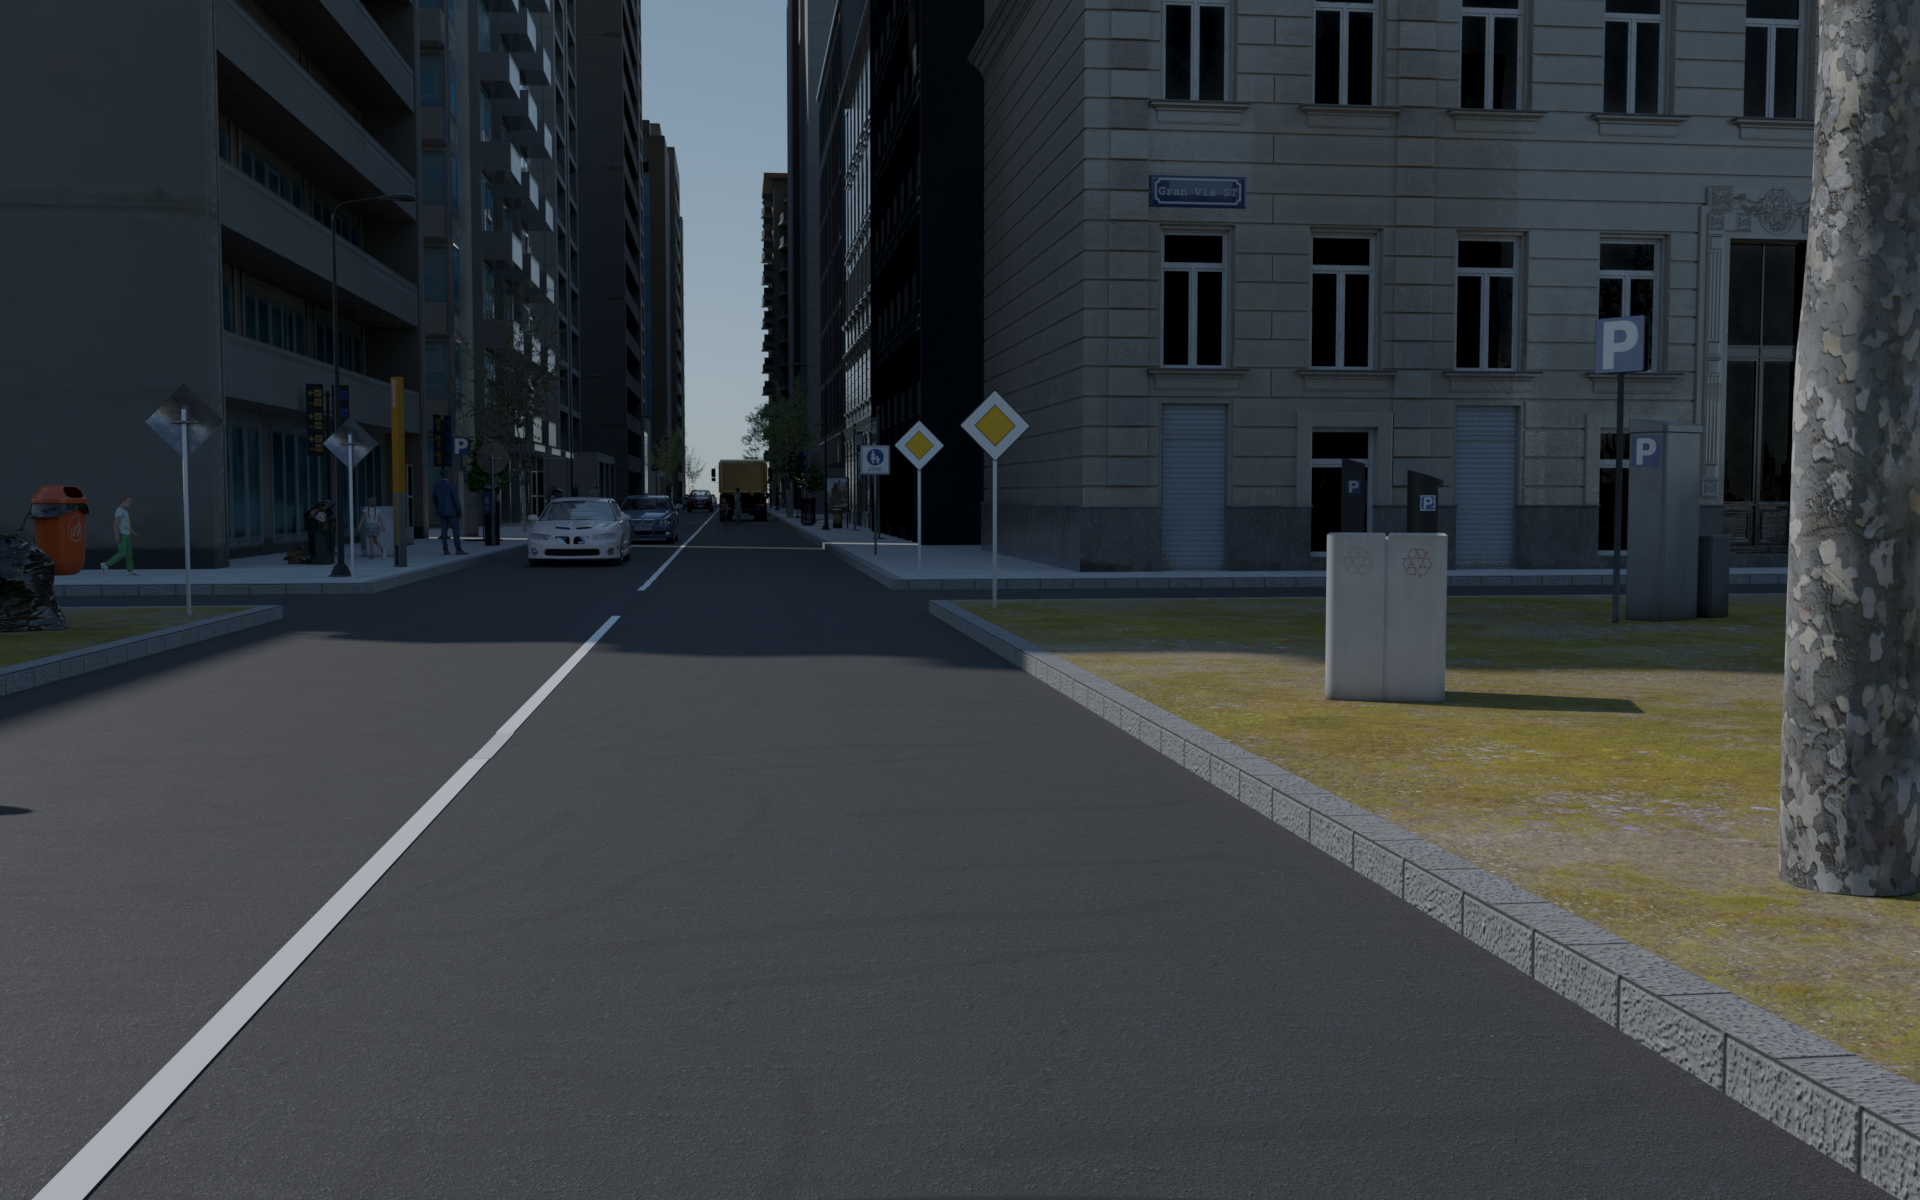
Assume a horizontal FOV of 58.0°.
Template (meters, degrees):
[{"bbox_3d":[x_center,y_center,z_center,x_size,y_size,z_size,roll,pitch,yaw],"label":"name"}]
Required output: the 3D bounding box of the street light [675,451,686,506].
[{"bbox_3d":[-29.938,-12.997,185.047,1.470,5.913,1.316,0,4,-7],"label":"street light"}]

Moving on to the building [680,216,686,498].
[{"bbox_3d":[-46.569,-34.465,247.092,14.154,41.232,14.086,0,4,-7],"label":"building"}]

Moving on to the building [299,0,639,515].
[{"bbox_3d":[-35.393,-30.956,129.828,21.300,48.544,21.600,0,4,-7],"label":"building"}]

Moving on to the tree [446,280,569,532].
[{"bbox_3d":[-15.073,-6.632,58.804,4.360,8.622,3.978,0,3,0],"label":"tree"}]

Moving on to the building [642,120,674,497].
[{"bbox_3d":[-42.433,-34.287,210.695,14.600,45.320,14.200,0,4,-7],"label":"building"}]

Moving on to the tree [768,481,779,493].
[{"bbox_3d":[-20.870,-12.156,193.350,1.663,3.219,1.824,0,3,0],"label":"tree"}]

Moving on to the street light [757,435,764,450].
[{"bbox_3d":[-15.101,-10.066,137.127,1.470,5.913,1.316,0,4,-7],"label":"street light"}]

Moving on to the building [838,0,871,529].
[{"bbox_3d":[0.610,-13.457,69.172,9.793,20.994,18.267,0,4,-7],"label":"building"}]

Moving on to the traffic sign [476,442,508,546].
[{"bbox_3d":[-11.461,-2.592,42.486,0.768,2.556,0.104,0,4,-7],"label":"traffic sign"}]

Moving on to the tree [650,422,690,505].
[{"bbox_3d":[-29.754,-13.912,177.830,4.737,8.622,4.395,0,3,0],"label":"tree"}]

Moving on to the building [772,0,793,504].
[{"bbox_3d":[-12.182,-47.029,207.172,20.563,71.187,20.611,0,4,-7],"label":"building"}]

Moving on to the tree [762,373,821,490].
[{"bbox_3d":[-10.403,-9.527,106.123,4.737,8.622,4.395,0,3,0],"label":"tree"}]

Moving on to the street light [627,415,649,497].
[{"bbox_3d":[-19.015,-7.920,102.029,1.470,5.913,1.316,0,4,-7],"label":"street light"}]

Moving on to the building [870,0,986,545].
[{"bbox_3d":[4.104,-13.549,51.203,12.332,23.373,15.834,0,4,-7],"label":"building"}]

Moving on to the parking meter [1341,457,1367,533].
[{"bbox_3d":[6.297,-1.344,27.687,0.399,1.863,0.255,1,4,12],"label":"parking meter"}]

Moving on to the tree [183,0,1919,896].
[{"bbox_3d":[2.054,-9.053,3.907,12.611,20.169,13.585,0,3,0],"label":"tree"}]

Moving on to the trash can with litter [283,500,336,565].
[{"bbox_3d":[-11.862,-1.233,31.554,1.055,1.170,0.624,1,4,18],"label":"trash can with litter"}]

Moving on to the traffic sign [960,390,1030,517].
[{"bbox_3d":[0.413,-1.056,19.459,0.795,2.593,0.064,0,4,-7],"label":"traffic sign"}]

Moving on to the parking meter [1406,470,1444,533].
[{"bbox_3d":[4.913,-0.606,18.319,0.372,1.533,0.369,0,3,0],"label":"parking meter"}]

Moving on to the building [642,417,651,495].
[{"bbox_3d":[-39.175,-51.501,154.716,22.319,86.520,31.000,0,4,-7],"label":"building"}]

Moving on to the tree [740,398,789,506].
[{"bbox_3d":[-19.937,-15.953,186.587,9.928,11.665,9.643,0,3,0],"label":"tree"}]

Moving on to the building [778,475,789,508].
[{"bbox_3d":[-1.256,-29.021,166.373,32.217,40.220,23.993,0,4,-7],"label":"building"}]

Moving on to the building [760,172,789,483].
[{"bbox_3d":[-15.485,-35.367,232.879,22.147,44.769,28.867,0,4,-7],"label":"building"}]

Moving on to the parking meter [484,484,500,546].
[{"bbox_3d":[-11.670,-2.126,43.176,0.372,1.533,0.369,0,3,0],"label":"parking meter"}]

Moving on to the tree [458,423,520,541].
[{"bbox_3d":[-13.082,-3.214,47.158,1.663,3.219,1.824,0,3,0],"label":"tree"}]

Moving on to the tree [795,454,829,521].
[{"bbox_3d":[-7.197,-5.454,83.769,1.663,3.219,1.824,0,3,0],"label":"tree"}]

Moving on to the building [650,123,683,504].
[{"bbox_3d":[-47.925,-37.005,228.731,21.300,48.544,21.600,0,4,-7],"label":"building"}]

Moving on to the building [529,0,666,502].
[{"bbox_3d":[-43.525,-46.116,192.243,20.563,71.187,20.611,0,4,-7],"label":"building"}]

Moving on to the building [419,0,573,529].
[{"bbox_3d":[-29.735,-27.795,74.064,23.786,49.044,30.456,0,4,-7],"label":"building"}]

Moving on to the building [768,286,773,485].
[{"bbox_3d":[-21.114,-34.879,253.871,14.154,41.232,14.086,0,4,-7],"label":"building"}]

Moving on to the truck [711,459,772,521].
[{"bbox_3d":[-11.974,-6.079,95.314,3.469,3.379,9.791,0,4,-8],"label":"truck"}]

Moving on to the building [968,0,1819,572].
[{"bbox_3d":[13.251,-14.524,34.735,25.104,27.353,12.463,0,4,-7],"label":"building"}]

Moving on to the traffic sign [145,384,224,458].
[{"bbox_3d":[-8.210,-0.989,18.355,0.795,2.593,0.064,0,4,-7],"label":"traffic sign"}]

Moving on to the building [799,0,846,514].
[{"bbox_3d":[-1.045,-35.643,124.768,21.231,58.520,28.212,0,4,-7],"label":"building"}]

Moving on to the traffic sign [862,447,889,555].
[{"bbox_3d":[-1.788,-2.107,36.574,0.606,2.300,0.079,0,4,-3],"label":"traffic sign"}]

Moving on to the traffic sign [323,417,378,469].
[{"bbox_3d":[-9.247,-1.473,26.272,0.795,2.593,0.064,0,4,-7],"label":"traffic sign"}]

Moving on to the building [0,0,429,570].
[{"bbox_3d":[-24.651,-25.286,37.135,21.300,48.544,21.600,0,4,-7],"label":"building"}]

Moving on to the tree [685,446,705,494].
[{"bbox_3d":[-40.265,-18.882,259.080,4.360,8.622,3.978,0,3,0],"label":"tree"}]

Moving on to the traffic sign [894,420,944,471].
[{"bbox_3d":[-0.623,-1.540,27.376,0.795,2.593,0.064,0,4,-7],"label":"traffic sign"}]

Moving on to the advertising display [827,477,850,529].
[{"bbox_3d":[-4.571,-3.632,64.597,0.974,1.923,0.123,2,4,25],"label":"advertising display"}]

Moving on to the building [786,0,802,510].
[{"bbox_3d":[-7.383,-30.342,146.196,14.600,45.320,14.200,0,4,-7],"label":"building"}]

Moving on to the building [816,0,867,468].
[{"bbox_3d":[0.221,-18.170,90.588,14.314,27.812,24.014,0,4,-7],"label":"building"}]
